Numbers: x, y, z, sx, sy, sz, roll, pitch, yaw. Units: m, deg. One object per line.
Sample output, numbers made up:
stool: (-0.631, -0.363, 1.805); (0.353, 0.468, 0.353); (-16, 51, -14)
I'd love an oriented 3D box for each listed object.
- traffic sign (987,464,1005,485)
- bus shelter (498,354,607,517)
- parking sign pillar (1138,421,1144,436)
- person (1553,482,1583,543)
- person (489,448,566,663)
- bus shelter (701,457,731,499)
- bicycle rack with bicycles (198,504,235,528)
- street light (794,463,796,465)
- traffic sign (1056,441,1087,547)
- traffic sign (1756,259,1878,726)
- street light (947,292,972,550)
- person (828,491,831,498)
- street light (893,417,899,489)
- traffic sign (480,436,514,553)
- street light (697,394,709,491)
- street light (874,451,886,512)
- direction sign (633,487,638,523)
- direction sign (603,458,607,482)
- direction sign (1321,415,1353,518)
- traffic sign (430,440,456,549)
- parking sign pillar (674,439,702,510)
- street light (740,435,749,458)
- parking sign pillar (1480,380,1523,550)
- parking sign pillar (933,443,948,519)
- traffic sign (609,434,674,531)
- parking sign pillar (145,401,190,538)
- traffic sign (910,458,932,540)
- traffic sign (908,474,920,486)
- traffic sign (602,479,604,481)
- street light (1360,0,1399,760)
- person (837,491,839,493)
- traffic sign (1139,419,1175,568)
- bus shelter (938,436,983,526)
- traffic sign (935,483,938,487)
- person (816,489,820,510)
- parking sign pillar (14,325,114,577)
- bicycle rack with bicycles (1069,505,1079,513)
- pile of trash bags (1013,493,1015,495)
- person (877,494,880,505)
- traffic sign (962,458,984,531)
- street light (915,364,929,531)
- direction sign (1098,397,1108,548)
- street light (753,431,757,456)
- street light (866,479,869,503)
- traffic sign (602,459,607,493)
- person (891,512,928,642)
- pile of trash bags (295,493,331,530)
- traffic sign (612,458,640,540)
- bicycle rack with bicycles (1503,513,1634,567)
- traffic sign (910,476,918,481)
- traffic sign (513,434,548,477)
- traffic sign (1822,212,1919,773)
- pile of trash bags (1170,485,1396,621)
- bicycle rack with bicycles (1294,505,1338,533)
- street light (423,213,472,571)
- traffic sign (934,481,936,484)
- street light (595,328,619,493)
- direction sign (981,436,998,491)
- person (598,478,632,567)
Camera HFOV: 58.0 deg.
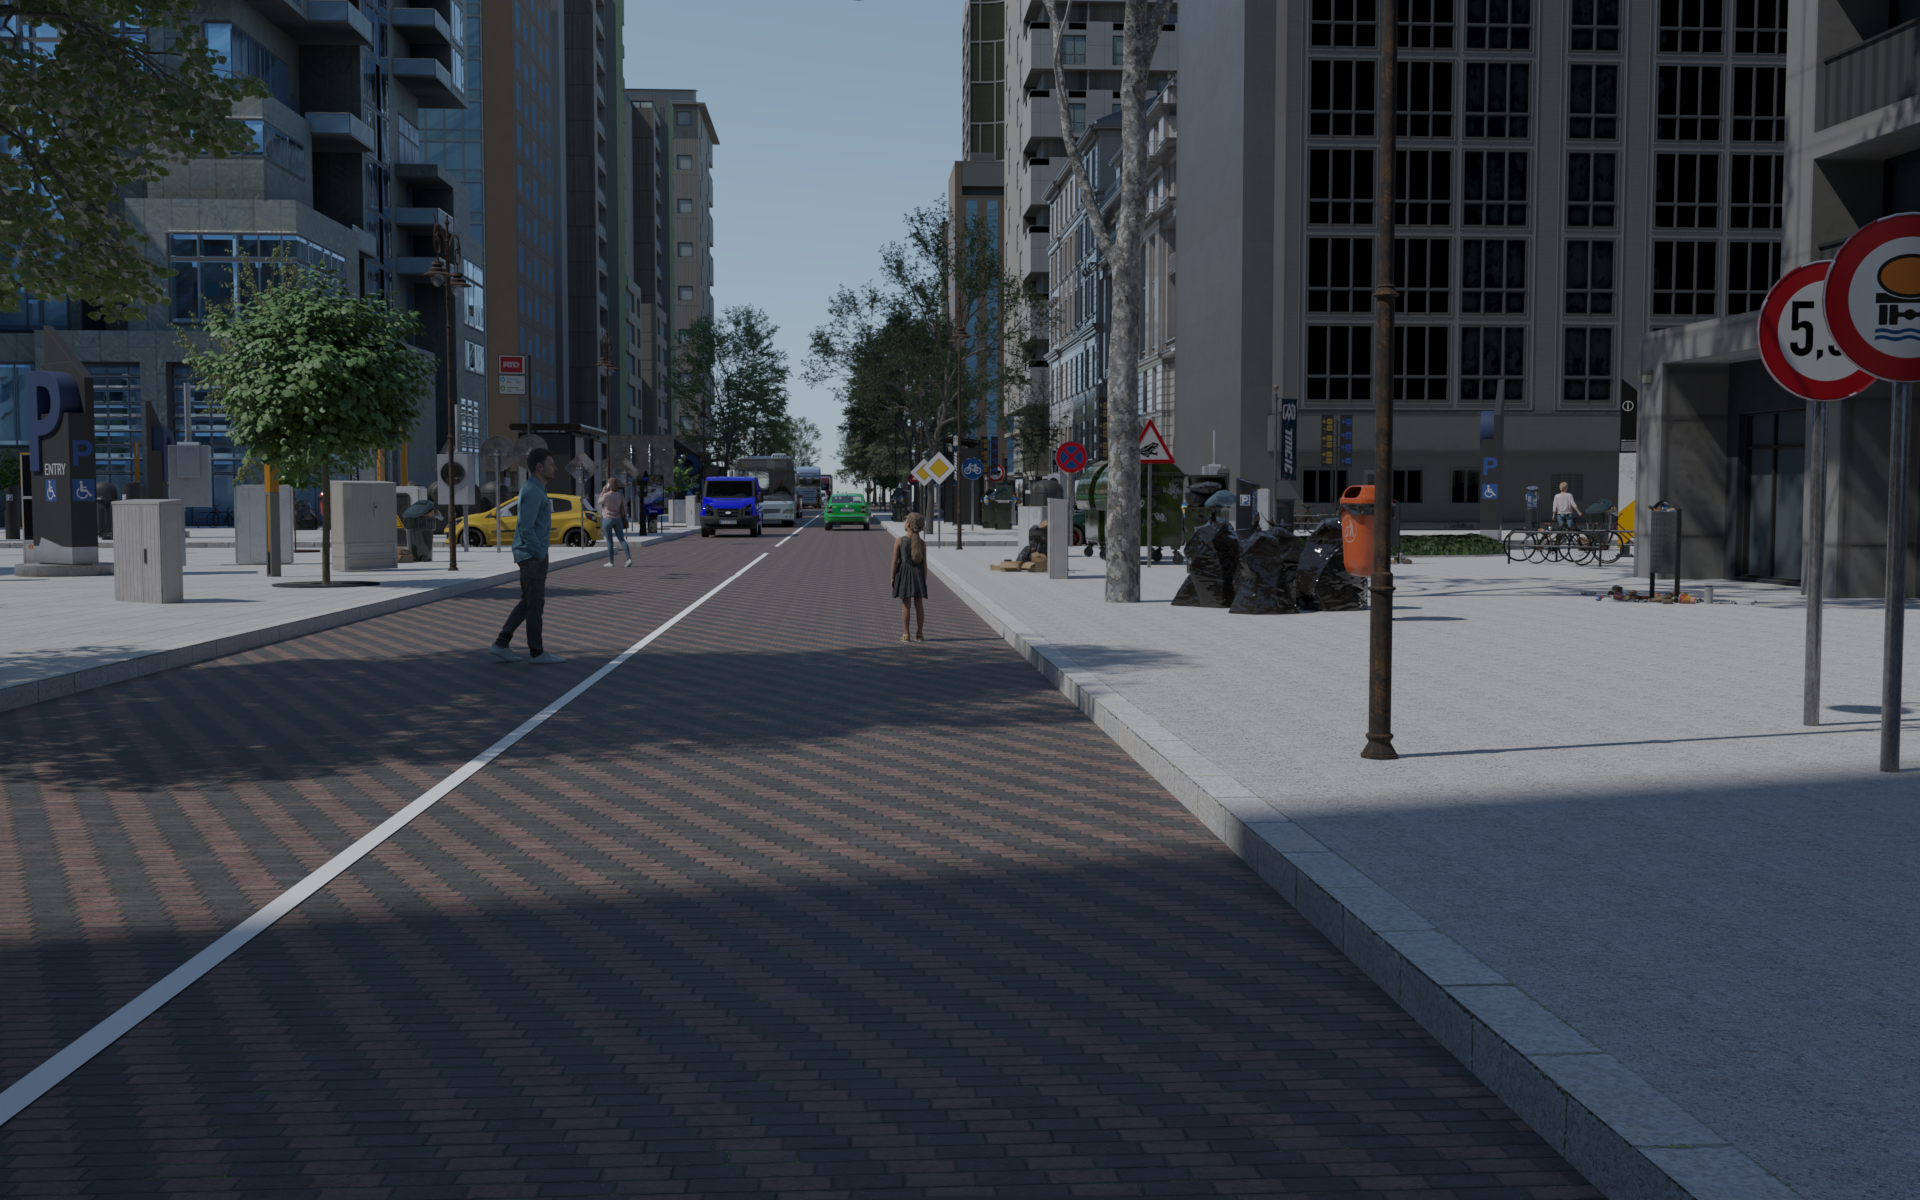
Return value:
traffic sign: (1.493, -4.434, 72.599); (0.768, 2.556, 0.104); (0, 4, 4)
bus shelter: (-12.362, -4.589, 52.658); (2.179, 5.291, 8.768); (0, 4, -4)
parking sign pillar: (6.552, -4.536, 62.639); (1.447, 3.967, 1.447); (-2, 4, -24)
person: (15.805, -2.192, 45.008); (0.731, 1.740, 0.598); (1, 4, 14)
person: (-3.687, -0.378, 14.706); (0.620, 1.820, 0.660); (-1, 4, -21)
bus shelter: (-15.966, -7.446, 113.031); (1.731, 3.624, 6.357); (0, 4, -4)
bicycle rack with bicycles: (-27.344, -3.202, 65.735); (2.852, 0.926, 2.925); (1, 4, 15)
street light: (-19.959, -14.404, 208.288); (0.468, 5.910, 1.993); (0, 4, -4)
traffic sign: (2.692, -2.553, 41.854); (0.768, 2.556, 0.104); (0, 4, 6)
traffic sign: (4.719, -0.576, 9.524); (0.768, 2.556, 0.104); (0, 4, 0)
street light: (-0.012, -4.097, 39.773); (0.468, 5.910, 1.993); (0, 4, -4)
person: (-17.460, -13.741, 233.121); (0.705, 1.831, 1.348); (-3, 5, -40)
street light: (-3.400, -7.277, 91.766); (0.468, 5.910, 1.993); (0, 4, -4)
traffic sign: (-10.074, -2.303, 37.760); (0.768, 2.556, 0.104); (0, 3, 0)
street light: (-11.810, -6.553, 79.928); (0.468, 5.910, 1.993); (0, 4, -4)
street light: (-6.253, -9.969, 135.780); (0.468, 5.910, 1.993); (0, 4, -4)
direction sign: (-14.564, -5.228, 77.481); (0.379, 3.537, 0.876); (3, 5, 43)
direction sign: (-22.239, -7.194, 109.626); (0.379, 3.537, 0.876); (3, 5, 41)
direction sign: (10.760, -3.519, 49.539); (0.876, 3.537, 0.379); (0, 4, 4)
traffic sign: (-11.964, -2.483, 40.595); (0.884, 2.594, 0.081); (0, 4, -3)
parking sign pillar: (-13.280, -5.880, 84.603); (1.447, 3.967, 1.447); (-2, 4, -26)
street light: (-13.875, -8.483, 111.477); (0.468, 5.910, 1.993); (0, 4, -4)
parking sign pillar: (12.384, -3.170, 40.302); (1.447, 3.967, 1.447); (1, 4, 21)
parking sign pillar: (-0.812, -6.248, 90.631); (1.447, 3.967, 1.447); (-1, 4, -13)
traffic sign: (-10.903, -3.995, 59.189); (2.265, 3.308, 0.079); (0, 4, 5)
parking sign pillar: (-23.447, -3.816, 50.857); (1.447, 3.967, 1.447); (-1, 4, -9)
traffic sign: (-1.007, -2.755, 48.693); (0.795, 2.450, 0.064); (0, 4, -4)
traffic sign: (-2.767, -6.411, 104.926); (0.768, 2.556, 0.104); (0, 4, -1)
traffic sign: (-14.161, -4.168, 68.246); (0.768, 2.556, 0.104); (0, 4, 3)
street light: (2.042, -2.169, 8.256); (0.468, 5.910, 1.993); (0, 4, -4)
person: (-15.527, -12.978, 220.672); (0.705, 1.826, 1.348); (-1, 4, -22)
traffic sign: (3.293, -1.841, 30.104); (0.884, 2.594, 0.081); (0, 4, -3)
bus shelter: (-0.015, -4.993, 72.922); (1.731, 3.624, 6.357); (0, 4, -4)
traffic sign: (-1.659, -6.529, 108.878); (0.606, 2.300, 0.079); (0, 4, 0)
person: (-13.004, -9.171, 158.079); (0.705, 1.869, 1.348); (-1, 4, -11)
parking sign pillar: (-14.155, -2.376, 27.316); (1.447, 3.967, 1.447); (3, 4, 38)
bicycle rack with bicycles: (4.563, -4.131, 80.924); (2.925, 0.926, 2.852); (0, 4, 5)
pile of trash bags: (2.358, -6.858, 121.886); (3.447, 1.369, 1.912); (0, 4, 3)
person: (-9.564, -11.798, 204.624); (0.599, 1.433, 0.991); (2, 4, 33)
traffic sign: (0.441, -3.702, 60.635); (0.768, 2.556, 0.104); (0, 4, -3)
street light: (-1.333, -5.338, 60.057); (0.468, 5.910, 1.993); (0, 4, -4)
direction sign: (3.544, -2.979, 40.705); (0.876, 3.537, 0.379); (-3, 5, -42)
street light: (-14.709, -9.292, 124.719); (0.468, 5.910, 1.993); (0, 4, -4)
street light: (-10.302, -13.847, 199.186); (0.468, 5.910, 1.993); (0, 4, -4)
traffic sign: (-12.808, -3.844, 62.947); (0.768, 2.556, 0.104); (0, 4, 6)
person: (-0.493, -0.226, 16.863); (0.362, 1.253, 0.373); (-1, 4, -13)
pile of trash bags: (-23.196, -3.249, 62.874); (1.912, 1.369, 3.447); (-1, 4, -14)
traffic sign: (-9.285, -2.724, 48.181); (0.795, 2.450, 0.064); (0, 4, -4)
bicycle rack with bicycles: (11.294, -1.132, 31.892); (2.852, 0.926, 2.925); (-3, 5, -42)
traffic sign: (-1.621, -4.361, 71.312); (0.884, 2.594, 0.081); (0, 4, 1)
traffic sign: (-9.155, -2.254, 36.952); (0.768, 2.556, 0.104); (0, 4, 2)
traffic sign: (4.299, -0.479, 7.932); (0.768, 2.556, 0.104); (0, 4, 4)
pile of trash bags: (3.717, -0.558, 18.883); (1.912, 1.369, 3.447); (-1, 4, -17)
bicycle rack with bicycles: (11.442, -2.636, 56.481); (2.852, 0.926, 2.925); (-3, 5, -44)
street light: (-8.479, -3.426, 28.802); (0.468, 5.910, 1.993); (0, 4, -4)
traffic sign: (-1.484, -5.633, 92.198); (0.768, 2.556, 0.104); (0, 4, -2)
street light: (-9.835, -4.625, 48.406); (0.468, 5.910, 1.993); (0, 4, -4)
direction sign: (1.149, -4.647, 67.981); (0.876, 3.537, 0.379); (-3, 5, -40)
person: (-6.742, -1.526, 34.042); (0.593, 1.750, 0.643); (-3, 5, -40)
